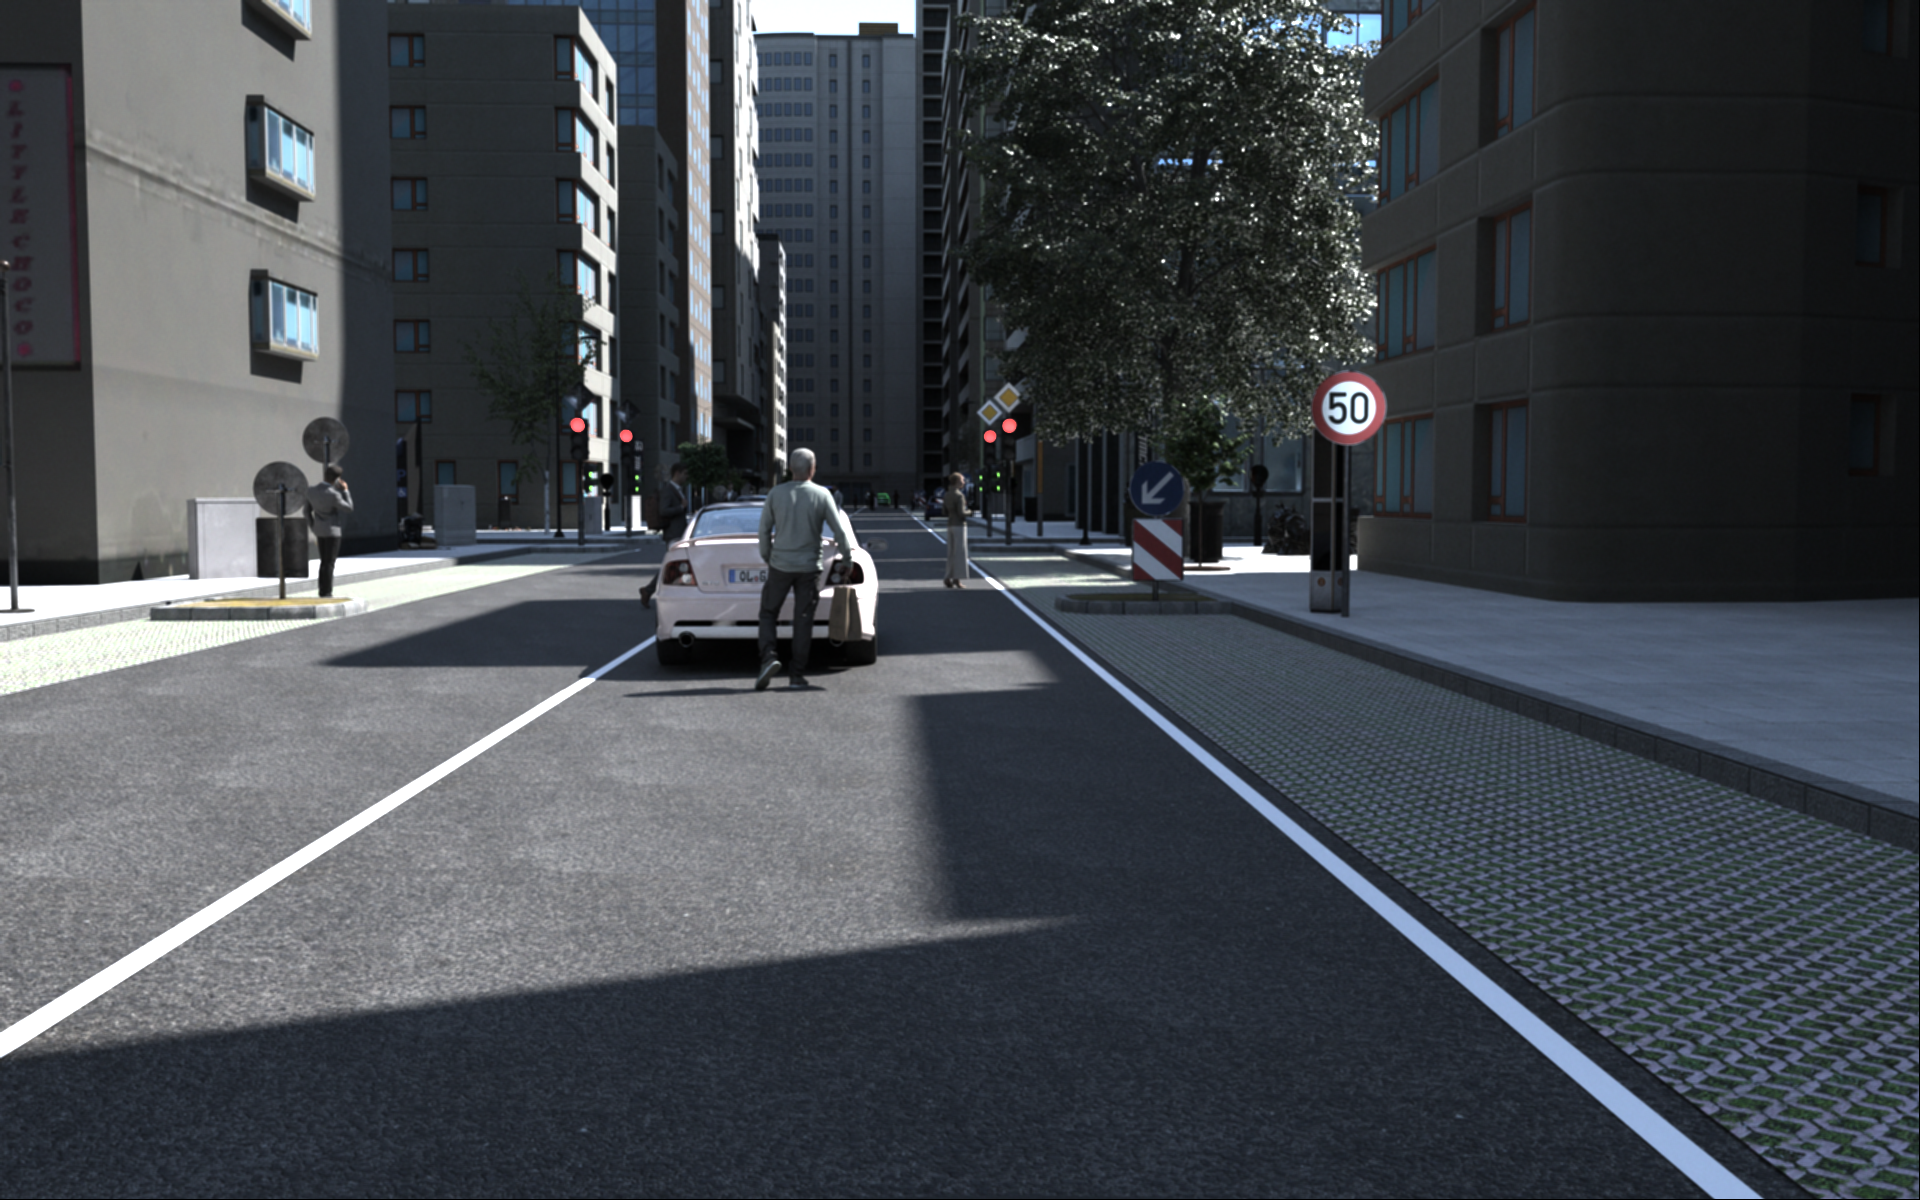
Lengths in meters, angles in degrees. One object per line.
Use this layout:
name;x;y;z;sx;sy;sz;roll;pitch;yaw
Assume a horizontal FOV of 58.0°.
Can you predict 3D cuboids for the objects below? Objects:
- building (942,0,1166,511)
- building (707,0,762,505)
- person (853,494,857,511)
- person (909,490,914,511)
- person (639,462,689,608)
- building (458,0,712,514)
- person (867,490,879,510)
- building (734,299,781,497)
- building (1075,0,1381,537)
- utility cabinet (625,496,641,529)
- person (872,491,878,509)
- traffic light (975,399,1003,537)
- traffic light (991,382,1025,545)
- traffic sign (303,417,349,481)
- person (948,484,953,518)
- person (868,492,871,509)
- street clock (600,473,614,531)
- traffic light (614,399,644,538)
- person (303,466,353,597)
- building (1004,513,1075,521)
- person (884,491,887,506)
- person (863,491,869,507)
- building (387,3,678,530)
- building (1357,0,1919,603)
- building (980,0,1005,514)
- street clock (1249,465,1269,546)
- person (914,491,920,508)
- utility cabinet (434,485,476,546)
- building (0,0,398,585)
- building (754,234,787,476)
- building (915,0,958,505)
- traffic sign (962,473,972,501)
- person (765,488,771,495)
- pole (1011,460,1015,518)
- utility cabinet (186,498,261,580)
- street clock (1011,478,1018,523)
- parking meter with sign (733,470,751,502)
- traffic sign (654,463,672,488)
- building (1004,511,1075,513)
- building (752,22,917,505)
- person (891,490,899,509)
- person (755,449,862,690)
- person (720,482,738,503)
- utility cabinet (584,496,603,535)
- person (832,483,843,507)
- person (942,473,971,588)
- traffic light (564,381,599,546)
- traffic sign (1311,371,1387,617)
building;9.273;-33.207;166.635;21.300;48.544;21.600;0;4;-2
building;-30.315;-33.579;138.254;28.713;52.752;27.495;0;4;-2
person;-8.685;-8.065;143.616;0.557;1.426;1.065;1;4;9
person;-4.210;-8.452;147.219;0.750;1.759;0.617;2;4;32
person;-3.628;-0.821;21.884;0.822;1.834;0.622;0;4;-4
building;-24.220;-28.428;114.903;14.600;45.320;14.200;0;4;-2
person;-7.615;-8.722;151.233;1.348;1.807;0.705;-3;5;-45
building;-32.089;-19.710;167.301;27.650;21.520;28.899;0;4;-2
building;19.833;-45.729;60.335;31.000;86.520;22.319;0;4;-2
utility cabinet;-12.190;-3.263;64.506;0.306;1.237;1.020;0;4;8
person;-8.130;-9.590;165.962;0.621;1.740;0.551;2;4;33
traffic light;0.857;-3.823;51.419;0.839;4.253;0.868;0;4;-2
traffic light;1.199;-3.335;43.441;0.839;4.253;0.868;0;4;-2
traffic sign;-10.503;-1.749;28.704;0.768;2.556;0.104;0;4;-1
person;-0.220;-3.574;67.155;0.699;1.804;1.509;1;4;16
person;-8.958;-9.882;171.546;0.415;1.643;0.593;-3;5;-40
street clock;-12.346;-3.425;60.563;0.471;2.002;0.358;-1;4;-18
traffic light;-9.743;-3.794;50.951;0.839;4.253;0.868;0;4;-2
person;-8.305;-0.862;22.781;0.592;1.802;0.473;3;4;38
building;13.698;-28.549;90.484;21.300;48.544;21.600;0;4;-2
person;-8.805;-11.801;201.998;0.434;1.755;0.990;2;4;25
person;-10.637;-11.610;198.305;0.705;1.826;1.348;-3;5;-45
building;-27.883;-14.092;75.448;27.650;21.520;28.899;0;4;-2
building;21.154;-10.387;14.873;27.650;21.520;28.899;0;4;-2
building;8.283;-26.465;116.294;14.154;41.232;14.086;0;4;-2
street clock;7.373;-2.339;42.821;0.471;2.002;0.358;0;4;5
person;-4.102;-9.442;163.818;0.756;1.711;0.436;3;4;38
utility cabinet;-12.480;-2.090;42.850;0.318;1.500;1.173;2;4;25
building;-22.800;-24.654;26.800;21.600;48.544;21.300;0;4;-2
building;-26.538;-25.786;193.297;14.107;30.474;14.160;0;4;-2
building;4.650;-47.841;220.457;20.611;71.187;20.563;0;4;-2
traffic sign;0.339;-6.357;104.034;0.768;2.556;0.104;0;4;-2
person;-10.896;-5.691;101.772;1.509;1.804;0.699;2;4;31
pole;2.831;-6.010;92.101;0.158;3.312;0.155;0;3;0
utility cabinet;-11.150;-0.924;26.266;0.306;1.237;1.020;3;5;41
street clock;2.351;-4.476;77.757;0.471;2.002;0.358;1;4;13
parking meter with sign;-15.404;-7.848;124.574;1.738;3.016;0.543;0;4;2
traffic sign;-12.367;-4.404;72.109;0.768;2.556;0.104;0;4;-1
building;10.897;-31.891;145.125;21.300;48.544;21.600;0;4;-2
building;-19.746;-41.467;219.979;28.212;58.520;21.231;0;4;-2
person;-6.229;-9.726;167.478;0.705;1.831;1.348;2;4;35
person;-1.114;-0.231;12.766;0.782;1.767;0.515;0;4;-2
person;-7.657;-3.001;57.536;0.622;1.834;0.822;-1;4;-12
utility cabinet;-11.620;-2.672;54.844;0.306;1.237;1.020;-2;4;-29
person;-3.930;-2.864;55.606;0.850;1.792;0.678;-2;4;-31
person;-0.021;-1.061;26.397;0.362;1.759;0.519;-2;4;-34
traffic light;-9.402;-3.306;42.973;0.839;4.253;0.868;0;4;-2
traffic sign;4.019;-1.093;17.984;0.768;2.556;0.104;0;4;7
